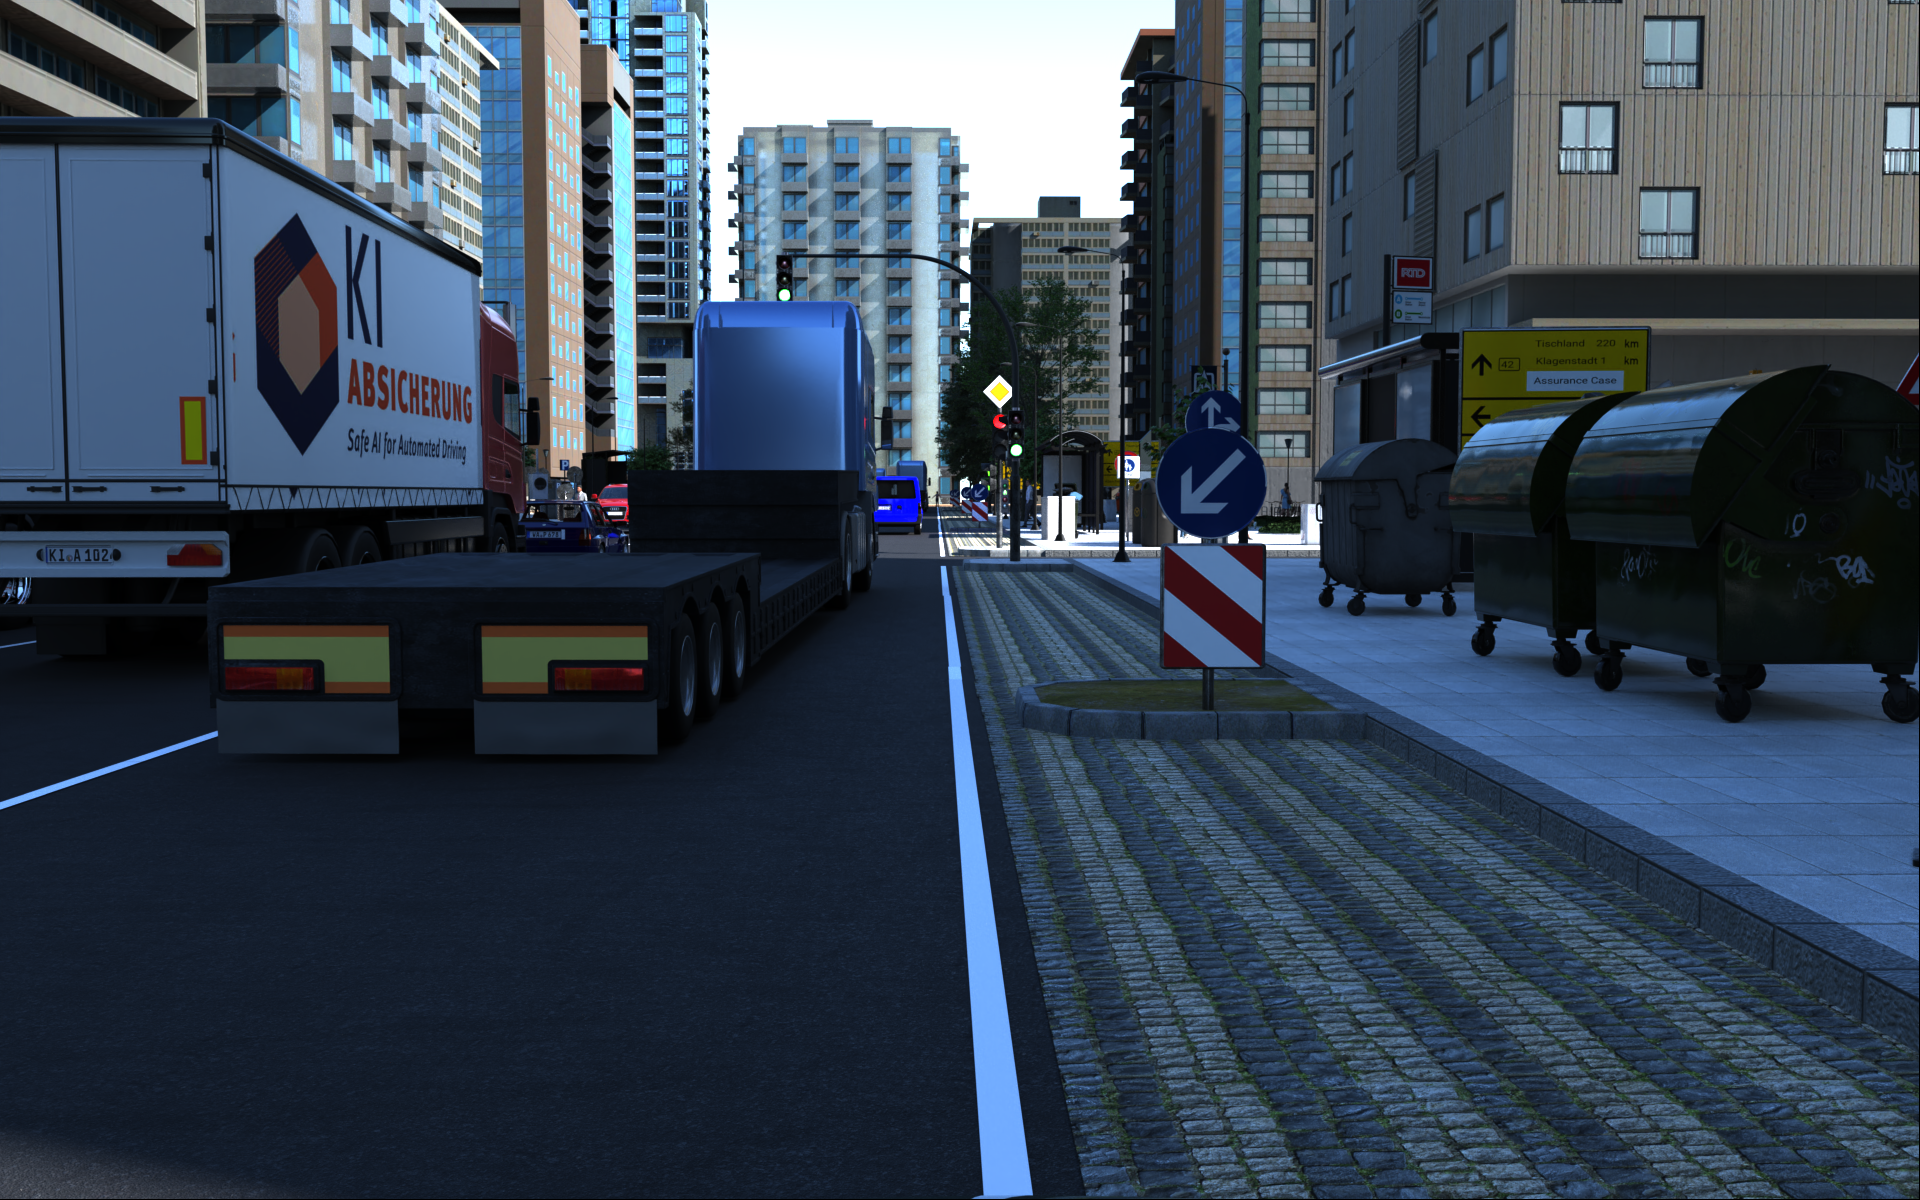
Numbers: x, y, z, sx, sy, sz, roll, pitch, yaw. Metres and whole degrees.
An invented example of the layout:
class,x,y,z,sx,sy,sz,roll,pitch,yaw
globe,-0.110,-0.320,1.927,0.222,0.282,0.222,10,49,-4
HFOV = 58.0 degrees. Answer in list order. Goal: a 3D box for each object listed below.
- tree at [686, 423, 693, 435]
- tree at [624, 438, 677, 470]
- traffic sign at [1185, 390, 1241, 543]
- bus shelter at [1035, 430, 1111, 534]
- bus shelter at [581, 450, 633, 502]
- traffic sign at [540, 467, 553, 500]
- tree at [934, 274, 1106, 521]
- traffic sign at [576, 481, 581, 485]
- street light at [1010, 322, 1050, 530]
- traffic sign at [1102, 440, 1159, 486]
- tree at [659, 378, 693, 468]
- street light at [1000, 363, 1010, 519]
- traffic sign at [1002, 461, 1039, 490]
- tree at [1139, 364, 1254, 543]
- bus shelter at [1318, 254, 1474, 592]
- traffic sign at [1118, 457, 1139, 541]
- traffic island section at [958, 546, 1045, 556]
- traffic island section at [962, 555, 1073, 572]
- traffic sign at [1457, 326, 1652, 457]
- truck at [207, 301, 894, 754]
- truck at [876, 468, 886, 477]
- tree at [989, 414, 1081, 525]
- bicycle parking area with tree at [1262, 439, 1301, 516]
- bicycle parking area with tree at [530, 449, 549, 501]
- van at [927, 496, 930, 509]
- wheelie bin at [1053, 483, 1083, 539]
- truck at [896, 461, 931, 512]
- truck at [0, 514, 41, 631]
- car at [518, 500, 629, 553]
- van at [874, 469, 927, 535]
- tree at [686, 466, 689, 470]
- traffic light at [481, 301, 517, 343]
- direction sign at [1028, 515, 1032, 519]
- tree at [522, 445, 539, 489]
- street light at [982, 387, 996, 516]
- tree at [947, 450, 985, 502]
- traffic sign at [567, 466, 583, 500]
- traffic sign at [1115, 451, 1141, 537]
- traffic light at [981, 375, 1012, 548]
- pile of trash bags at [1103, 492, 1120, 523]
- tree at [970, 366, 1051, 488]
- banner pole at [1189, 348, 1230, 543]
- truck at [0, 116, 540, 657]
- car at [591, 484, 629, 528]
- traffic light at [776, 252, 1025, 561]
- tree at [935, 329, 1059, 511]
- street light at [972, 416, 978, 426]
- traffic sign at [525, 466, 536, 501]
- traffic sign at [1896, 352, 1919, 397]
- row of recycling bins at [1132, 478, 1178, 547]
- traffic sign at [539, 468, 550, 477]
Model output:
class,x,y,z,sx,sy,sz,roll,pitch,yaw
tree,-18.895,-14.749,151.513,12.009,13.543,11.850,0,3,0
tree,-18.245,-7.223,101.813,4.285,4.588,4.351,0,3,0
traffic sign,3.146,-1.301,21.370,0.768,2.556,0.104,0,4,1
bus shelter,3.625,-3.883,57.406,2.014,3.302,5.546,0,4,-1
bus shelter,-19.281,-6.339,94.926,1.731,3.624,6.357,0,4,-1
traffic sign,-19.996,-5.085,83.148,0.884,2.594,0.081,0,4,4
tree,3.186,-9.512,81.282,9.928,11.665,9.643,0,3,0
traffic sign,-21.656,-6.040,98.865,0.768,2.556,0.104,0,4,5
street light,2.187,-4.551,46.953,1.470,5.913,1.316,0,4,-1
traffic sign,6.536,-4.401,65.822,2.265,3.308,0.079,1,4,9
tree,-19.478,-12.118,132.540,7.601,10.594,8.767,-2,4,-31
street light,2.124,-5.431,61.341,1.470,5.913,1.316,0,4,-1
traffic sign,3.585,-6.544,100.862,2.265,3.308,0.079,0,4,4
tree,3.498,-1.916,25.924,1.663,3.219,1.824,0,3,0
bus shelter,6.960,-3.006,26.778,2.179,5.291,8.768,0,4,-1
traffic sign,4.572,-2.752,47.124,0.606,2.300,0.079,0,4,6
traffic island section,0.957,-1.150,41.089,2.009,0.180,2.903,0,4,-1
traffic island section,1.066,-0.662,33.105,2.009,0.180,2.903,0,4,-1
traffic sign,7.225,-1.668,21.150,2.265,3.308,0.079,0,4,5
truck,-2.630,-1.752,18.396,2.967,4.110,18.799,0,4,1
truck,-8.645,-11.327,174.947,2.967,4.110,18.799,0,4,-3
tree,3.487,-5.379,71.667,4.285,4.588,4.351,0,3,0
bicycle parking area with tree,14.486,-6.310,90.170,8.231,4.147,9.016,1,4,15
bicycle parking area with tree,-26.823,-7.439,108.635,9.016,4.147,8.231,1,4,22
van,-3.840,-9.707,165.727,2.013,2.044,4.112,0,4,0
wheelie bin,3.038,-2.549,49.584,0.980,1.594,0.693,1,4,21
truck,-4.040,-8.786,133.417,2.967,4.110,18.799,0,4,1
truck,-11.264,-1.219,15.848,3.469,3.379,9.791,0,4,1
car,-6.858,-1.075,30.162,1.945,1.354,3.894,0,4,-2
van,-2.330,-3.572,62.792,2.240,2.365,5.245,0,4,-1
tree,-18.951,-7.720,120.821,1.663,3.219,1.824,0,3,0
traffic light,-12.852,-4.045,40.806,4.771,5.953,1.251,0,4,-1
direction sign,3.486,-5.866,87.903,0.876,3.537,0.379,3,4,38
tree,-25.370,-6.961,97.519,4.285,4.588,4.351,0,3,0
street light,1.811,-6.261,74.907,1.470,5.913,1.316,0,4,-1
tree,2.024,-15.525,188.249,8.767,10.594,7.601,-2,4,-33
traffic sign,-17.558,-4.822,78.944,0.768,2.556,0.104,0,4,6
traffic sign,4.948,-3.125,51.195,0.768,2.556,0.104,0,4,6
traffic light,0.917,-3.184,40.975,0.839,4.253,0.868,0,4,-1
pile of trash bags,5.964,-4.155,77.684,3.447,1.369,1.912,-1,4,-20
tree,2.921,-8.951,96.710,4.360,8.622,3.978,0,3,0
banner pole,4.331,-2.428,29.715,0.863,3.779,0.401,-1,4,-12
truck,-6.867,-1.810,18.500,2.839,4.237,11.283,0,4,-2
car,-12.392,-3.393,64.152,2.281,1.827,5.304,0,4,-2
traffic light,-1.064,-3.557,32.821,4.771,5.953,1.251,0,4,-1
tree,2.996,-13.953,134.793,9.857,13.997,8.962,0,3,0
street light,1.519,-7.921,102.049,1.470,5.913,1.316,0,4,-1
traffic sign,-19.539,-4.796,78.527,0.768,2.556,0.104,1,4,8
traffic sign,5.999,-0.636,10.399,0.884,2.594,0.081,0,4,3
row of recycling bins,4.922,-2.221,43.428,1.069,1.692,3.534,0,4,1
traffic sign,-20.449,-5.179,84.786,0.768,2.556,0.104,0,4,7
